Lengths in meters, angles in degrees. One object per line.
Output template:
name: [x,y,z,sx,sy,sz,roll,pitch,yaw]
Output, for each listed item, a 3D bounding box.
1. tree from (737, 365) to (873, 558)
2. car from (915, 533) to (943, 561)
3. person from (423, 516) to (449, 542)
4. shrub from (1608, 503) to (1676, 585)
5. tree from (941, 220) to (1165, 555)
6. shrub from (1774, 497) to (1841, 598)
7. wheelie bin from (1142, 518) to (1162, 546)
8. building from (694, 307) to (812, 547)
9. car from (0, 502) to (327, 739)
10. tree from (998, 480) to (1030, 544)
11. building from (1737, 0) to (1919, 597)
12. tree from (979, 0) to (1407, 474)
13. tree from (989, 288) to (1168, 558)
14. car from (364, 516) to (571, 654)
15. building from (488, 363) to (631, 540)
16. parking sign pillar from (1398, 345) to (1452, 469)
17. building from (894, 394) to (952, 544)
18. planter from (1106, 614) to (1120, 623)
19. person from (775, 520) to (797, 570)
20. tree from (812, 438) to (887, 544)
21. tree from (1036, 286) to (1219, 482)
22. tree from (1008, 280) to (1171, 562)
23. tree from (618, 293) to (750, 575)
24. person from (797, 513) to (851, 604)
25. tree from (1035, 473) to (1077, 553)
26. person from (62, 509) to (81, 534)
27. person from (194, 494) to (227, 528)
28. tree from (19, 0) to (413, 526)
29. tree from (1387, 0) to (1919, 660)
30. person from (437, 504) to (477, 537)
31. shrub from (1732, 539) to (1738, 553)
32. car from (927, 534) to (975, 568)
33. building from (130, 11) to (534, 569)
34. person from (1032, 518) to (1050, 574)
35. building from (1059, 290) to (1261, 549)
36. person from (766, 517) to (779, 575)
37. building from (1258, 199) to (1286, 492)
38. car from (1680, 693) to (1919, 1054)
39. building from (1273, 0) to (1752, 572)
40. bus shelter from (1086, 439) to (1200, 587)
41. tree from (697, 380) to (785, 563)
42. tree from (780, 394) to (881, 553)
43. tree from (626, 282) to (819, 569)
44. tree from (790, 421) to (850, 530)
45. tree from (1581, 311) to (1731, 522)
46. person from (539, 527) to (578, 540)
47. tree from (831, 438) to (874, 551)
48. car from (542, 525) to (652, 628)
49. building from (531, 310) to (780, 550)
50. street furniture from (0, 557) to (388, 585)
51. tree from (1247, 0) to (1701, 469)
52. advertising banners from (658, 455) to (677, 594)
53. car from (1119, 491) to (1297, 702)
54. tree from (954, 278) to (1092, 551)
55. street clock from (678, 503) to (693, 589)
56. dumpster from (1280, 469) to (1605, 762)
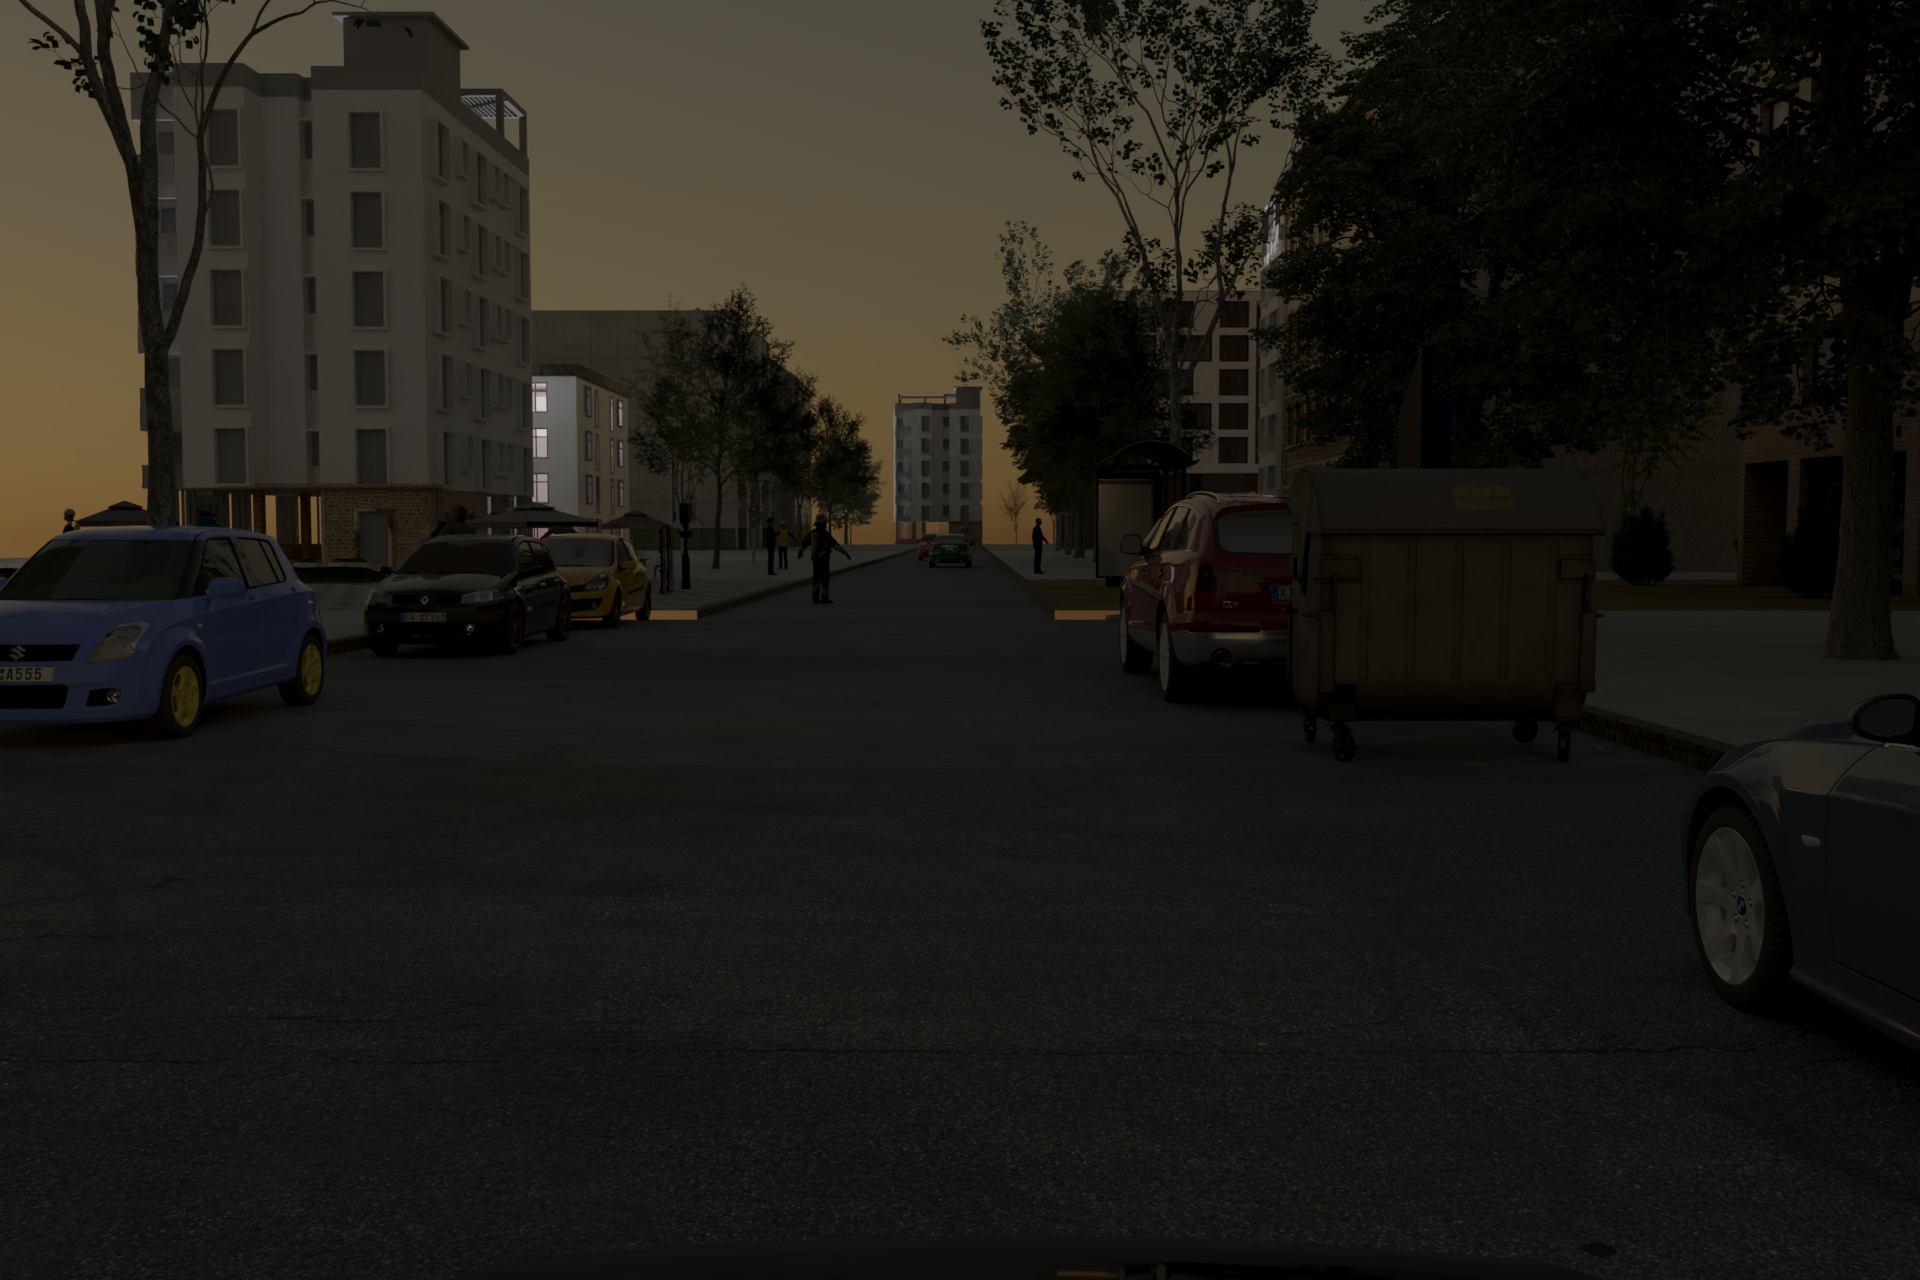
tree: [-8.611,-9.815,94.880,8.767,10.594,7.601,1,4,12]
car: [-1.371,-5.214,94.283,2.155,1.783,4.494,0,4,0]
person: [-16.100,-2.939,53.840,0.705,1.856,1.354,3,5,41]
shrub: [17.140,-2.412,43.481,1.661,2.075,1.752,0,3,0]
tree: [5.290,-15.312,106.232,12.611,20.169,13.585,0,3,0]
shrub: [17.179,-1.854,34.728,1.690,2.028,1.600,0,3,0]
wheelie bin: [3.879,-1.551,33.270,0.693,1.594,0.980,0,4,-1]
building: [-25.372,-21.191,177.399,19.493,23.208,18.063,0,4,0]
car: [-6.261,-0.223,13.240,1.945,1.707,3.694,0,3,0]
tree: [7.558,-16.805,225.124,4.360,8.622,3.978,0,3,0]
building: [29.107,-12.992,18.996,21.656,26.213,47.522,0,4,0]
tree: [7.614,-11.844,49.543,12.611,20.169,13.585,0,3,0]
tree: [6.377,-11.322,91.769,9.857,13.997,8.962,0,3,0]
car: [-6.130,-0.738,21.849,2.009,1.686,4.222,0,4,0]
building: [-23.395,-9.614,99.340,9.099,9.664,28.070,0,4,0]
parking sign pillar: [6.792,-2.260,25.428,1.447,3.967,1.447,0,4,0]
building: [-8.084,-22.397,225.070,11.380,20.090,16.016,-1,4,-8]
planter: [3.409,-0.442,28.365,1.991,0.319,1.994,0,3,0]
person: [-6.433,-3.434,62.607,1.216,1.772,0.721,-2,4,-30]
tree: [-14.381,-19.165,220.005,9.857,13.997,8.962,0,3,0]
tree: [6.316,-8.042,65.906,7.601,10.594,8.767,-2,4,-25]
tree: [6.008,-9.799,78.343,7.486,12.596,7.792,0,3,0]
tree: [-8.905,-6.336,53.956,4.360,8.622,3.978,0,3,0]
person: [-2.850,-1.679,35.683,1.354,1.856,0.705,2,4,33]
tree: [6.308,-10.235,117.704,4.360,8.622,3.978,0,3,0]
person: [-19.323,-1.934,37.584,0.705,1.833,1.349,0,4,-5]
person: [-7.175,-0.484,16.494,0.704,1.817,1.347,3,4,38]
tree: [-12.464,-10.262,23.678,12.611,20.169,13.585,0,3,0]
tree: [9.252,-6.786,17.607,9.857,13.997,8.962,0,3,0]
person: [-8.849,-1.503,30.702,0.705,1.813,1.348,2,4,35]
shrub: [20.945,-2.492,44.790,1.661,2.075,1.752,0,3,0]
car: [-0.406,-3.873,75.129,2.131,1.459,4.920,0,4,1]
building: [-24.117,-12.711,64.253,16.016,20.090,11.380,0,4,1]
person: [2.561,-3.050,56.088,0.704,1.802,1.346,-1,4,-18]
building: [22.907,-19.435,161.739,27.936,21.610,32.646,0,3,0]
person: [-5.879,-2.934,54.164,0.705,1.806,1.347,-1,4,-14]
building: [22.257,-14.793,98.288,16.016,20.090,11.380,0,3,0]
car: [3.172,0.506,3.732,2.014,1.417,4.499,0,4,0]
building: [23.231,-14.396,66.302,19.493,23.208,18.063,0,4,1]
bus shelter: [4.095,-2.799,39.683,2.014,3.302,5.546,0,3,0]
tree: [-8.862,-7.683,75.984,4.360,8.622,3.978,0,3,0]
tree: [-8.959,-11.093,115.787,8.767,10.594,7.601,3,5,44]
tree: [-8.666,-7.900,63.583,7.601,10.594,8.767,-1,4,-12]
tree: [-8.419,-9.540,106.334,4.737,8.622,4.395,0,3,0]
tree: [18.905,-5.978,48.095,4.737,8.622,4.395,0,3,0]
person: [-9.302,-2.095,40.525,1.348,1.796,0.705,-1,4,-16]
tree: [-8.385,-11.104,131.918,4.737,8.622,4.395,0,3,0]
car: [-6.033,-1.057,27.504,2.015,1.641,3.980,0,4,0]
building: [-26.076,-17.512,152.770,16.747,18.905,31.486,0,4,0]
street furniture: [-19.927,-1.770,44.565,10.072,0.657,5.734,-1,4,-15]
tree: [10.490,-7.920,36.156,9.857,13.997,8.962,0,3,0]
advertising banners: [-6.370,-2.552,37.906,0.090,3.025,2.074,0,4,1]
car: [2.716,-0.468,16.332,2.281,1.827,5.304,0,4,-1]
tree: [6.366,-16.659,128.260,12.611,20.169,13.585,0,3,0]
street clock: [-6.374,-2.181,40.234,0.358,2.002,0.471,0,4,0]
dumpster: [3.115,-0.193,11.370,1.865,1.857,1.264,0,4,0]
